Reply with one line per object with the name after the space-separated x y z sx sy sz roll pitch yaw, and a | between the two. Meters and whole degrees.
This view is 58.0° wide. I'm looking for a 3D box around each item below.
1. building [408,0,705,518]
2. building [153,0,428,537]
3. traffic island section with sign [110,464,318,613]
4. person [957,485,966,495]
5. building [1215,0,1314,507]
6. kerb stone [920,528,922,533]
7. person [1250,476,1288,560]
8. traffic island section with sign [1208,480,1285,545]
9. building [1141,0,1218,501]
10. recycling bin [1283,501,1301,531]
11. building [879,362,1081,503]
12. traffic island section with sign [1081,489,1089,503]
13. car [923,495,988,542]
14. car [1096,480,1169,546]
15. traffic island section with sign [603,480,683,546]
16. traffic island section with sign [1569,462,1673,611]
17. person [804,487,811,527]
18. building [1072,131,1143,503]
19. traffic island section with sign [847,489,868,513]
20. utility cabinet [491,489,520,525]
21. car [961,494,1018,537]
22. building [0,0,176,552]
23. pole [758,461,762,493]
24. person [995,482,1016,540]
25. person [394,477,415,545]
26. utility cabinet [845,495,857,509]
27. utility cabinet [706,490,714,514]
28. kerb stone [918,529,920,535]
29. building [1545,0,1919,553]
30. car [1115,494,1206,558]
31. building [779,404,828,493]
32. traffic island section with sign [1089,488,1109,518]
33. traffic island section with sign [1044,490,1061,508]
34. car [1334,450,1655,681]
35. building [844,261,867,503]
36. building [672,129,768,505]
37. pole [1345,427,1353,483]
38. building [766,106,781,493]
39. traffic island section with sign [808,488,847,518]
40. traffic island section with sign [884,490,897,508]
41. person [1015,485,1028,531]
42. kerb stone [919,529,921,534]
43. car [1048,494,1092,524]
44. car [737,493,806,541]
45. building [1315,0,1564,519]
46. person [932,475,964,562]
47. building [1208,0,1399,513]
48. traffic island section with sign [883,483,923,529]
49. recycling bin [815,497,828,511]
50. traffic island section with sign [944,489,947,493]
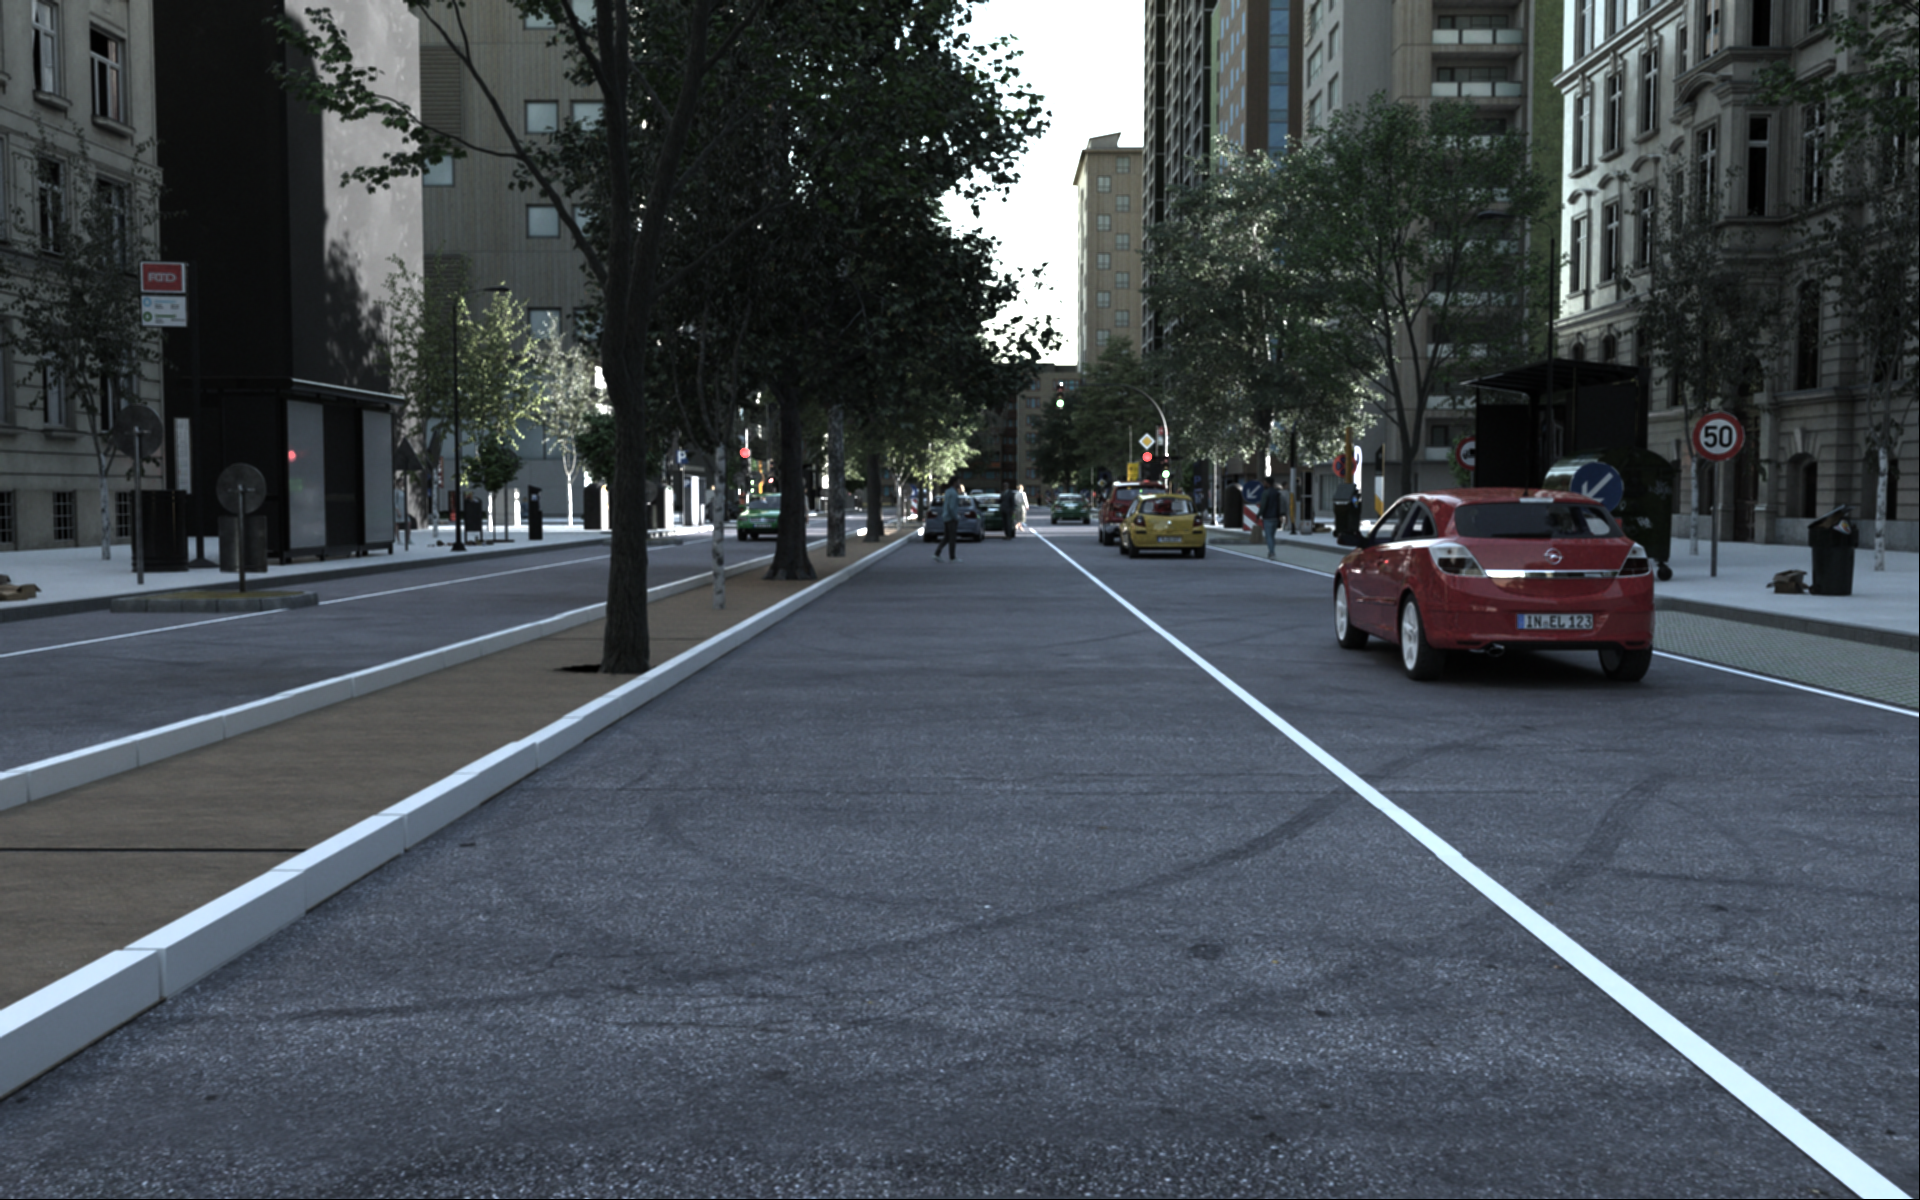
-31.024 -31.464 103.683 28.713 52.752 27.495 0 4 1 | building
-27.745 -13.940 57.599 15.834 23.373 12.332 0 4 1 | building
-9.292 -0.811 21.893 1.989 1.847 2.006 0 4 1 | traffic island section with sign
0.099 -3.565 66.963 0.709 1.800 0.728 3 4 38 | person
26.409 -29.024 124.655 14.600 45.320 14.200 0 4 1 | building
-1.483 -2.356 60.778 0.120 0.150 1.000 0 4 1 | kerb stone
6.664 -1.772 37.465 0.794 1.824 0.713 -1 4 -15 | person
8.141 -2.492 49.377 1.989 1.847 2.006 0 4 1 | traffic island section with sign
31.105 -47.229 210.438 20.563 71.187 20.611 0 4 1 | building
11.767 -2.964 61.013 0.722 1.027 0.722 0 4 -3 | recycling bin
2.891 -25.365 259.751 28.899 21.520 27.650 0 4 1 | building
9.367 -7.500 131.256 1.989 1.847 2.006 0 4 1 | traffic island section with sign
-0.160 -2.501 52.900 2.014 1.417 4.499 0 4 3 | car
5.046 -2.501 49.559 2.281 1.827 5.304 0 4 2 | car
-8.891 -2.460 48.845 1.989 1.847 2.006 0 4 1 | traffic island section with sign
7.735 -0.823 22.087 1.989 1.847 2.006 0 4 1 | traffic island section with sign
-6.813 -4.064 75.690 0.466 1.731 0.760 2 4 34 | person
31.103 -41.002 259.626 27.495 52.752 28.713 0 4 1 | building
-7.653 -7.522 131.615 1.989 1.847 2.006 0 4 1 | traffic island section with sign
-18.387 -3.752 70.028 1.173 1.500 0.318 1 4 19 | utility cabinet
0.916 -2.861 58.575 2.131 1.459 4.920 0 4 0 | car
-28.526 -12.113 31.330 16.112 22.955 30.059 0 4 1 | building
-12.168 -6.823 105.391 0.158 3.312 0.155 0 3 0 | pole
1.413 -2.797 54.408 0.661 1.801 0.590 3 5 40 | person
-14.188 -2.256 43.927 0.522 1.701 0.512 1 4 18 | person
-9.517 -8.538 150.752 1.020 1.237 0.306 1 4 13 | utility cabinet
-12.749 -4.912 88.982 1.173 1.500 0.318 0 4 -5 | utility cabinet
-1.510 -2.233 58.722 0.120 0.150 1.000 0 4 1 | kerb stone
26.223 -13.799 44.701 14.460 24.649 34.723 0 4 1 | building
4.634 -1.822 40.006 2.015 1.641 3.980 0 4 1 | car
-31.584 -22.306 209.746 28.899 21.520 27.650 0 4 1 | building
8.958 -5.843 104.168 1.989 1.847 2.006 0 4 1 | traffic island section with sign
10.104 -10.604 181.997 1.989 1.847 2.006 0 4 1 | traffic island section with sign
4.386 -0.350 14.762 2.155 1.783 4.494 0 4 2 | car
-18.701 -34.799 252.562 14.086 41.232 14.154 0 4 1 | building
-27.913 -31.763 143.026 21.300 48.544 21.600 0 4 1 | building
11.878 -3.616 52.965 0.158 3.312 0.155 0 3 0 | pole
-28.378 -31.496 169.586 22.147 44.769 28.867 0 4 1 | building
-8.063 -5.859 104.430 1.989 1.847 2.006 0 4 1 | traffic island section with sign
-6.899 -10.613 182.154 1.989 1.847 2.006 0 4 1 | traffic island section with sign
2.304 -3.568 67.061 0.641 1.798 0.478 -3 5 -45 | person
-1.503 -2.297 59.750 0.120 0.150 1.000 0 4 1 | kerb stone
5.292 -4.361 83.096 2.131 1.459 4.920 0 4 2 | car
-5.927 -2.807 54.688 1.959 1.807 4.718 0 4 1 | car
25.986 -24.880 90.378 14.086 41.232 14.154 0 4 1 | building
-0.255 -1.707 36.427 0.620 1.820 0.660 -1 4 -22 | person
27.940 -28.334 146.861 14.154 41.232 14.086 0 4 1 | building
-2.356 -3.905 71.987 2.006 1.907 1.989 0 4 1 | traffic island section with sign
-10.236 -7.081 128.333 0.722 1.027 0.722 -3 5 -42 | recycling bin
-1.127 -8.953 154.523 2.006 1.907 1.989 0 4 1 | traffic island section with sign
